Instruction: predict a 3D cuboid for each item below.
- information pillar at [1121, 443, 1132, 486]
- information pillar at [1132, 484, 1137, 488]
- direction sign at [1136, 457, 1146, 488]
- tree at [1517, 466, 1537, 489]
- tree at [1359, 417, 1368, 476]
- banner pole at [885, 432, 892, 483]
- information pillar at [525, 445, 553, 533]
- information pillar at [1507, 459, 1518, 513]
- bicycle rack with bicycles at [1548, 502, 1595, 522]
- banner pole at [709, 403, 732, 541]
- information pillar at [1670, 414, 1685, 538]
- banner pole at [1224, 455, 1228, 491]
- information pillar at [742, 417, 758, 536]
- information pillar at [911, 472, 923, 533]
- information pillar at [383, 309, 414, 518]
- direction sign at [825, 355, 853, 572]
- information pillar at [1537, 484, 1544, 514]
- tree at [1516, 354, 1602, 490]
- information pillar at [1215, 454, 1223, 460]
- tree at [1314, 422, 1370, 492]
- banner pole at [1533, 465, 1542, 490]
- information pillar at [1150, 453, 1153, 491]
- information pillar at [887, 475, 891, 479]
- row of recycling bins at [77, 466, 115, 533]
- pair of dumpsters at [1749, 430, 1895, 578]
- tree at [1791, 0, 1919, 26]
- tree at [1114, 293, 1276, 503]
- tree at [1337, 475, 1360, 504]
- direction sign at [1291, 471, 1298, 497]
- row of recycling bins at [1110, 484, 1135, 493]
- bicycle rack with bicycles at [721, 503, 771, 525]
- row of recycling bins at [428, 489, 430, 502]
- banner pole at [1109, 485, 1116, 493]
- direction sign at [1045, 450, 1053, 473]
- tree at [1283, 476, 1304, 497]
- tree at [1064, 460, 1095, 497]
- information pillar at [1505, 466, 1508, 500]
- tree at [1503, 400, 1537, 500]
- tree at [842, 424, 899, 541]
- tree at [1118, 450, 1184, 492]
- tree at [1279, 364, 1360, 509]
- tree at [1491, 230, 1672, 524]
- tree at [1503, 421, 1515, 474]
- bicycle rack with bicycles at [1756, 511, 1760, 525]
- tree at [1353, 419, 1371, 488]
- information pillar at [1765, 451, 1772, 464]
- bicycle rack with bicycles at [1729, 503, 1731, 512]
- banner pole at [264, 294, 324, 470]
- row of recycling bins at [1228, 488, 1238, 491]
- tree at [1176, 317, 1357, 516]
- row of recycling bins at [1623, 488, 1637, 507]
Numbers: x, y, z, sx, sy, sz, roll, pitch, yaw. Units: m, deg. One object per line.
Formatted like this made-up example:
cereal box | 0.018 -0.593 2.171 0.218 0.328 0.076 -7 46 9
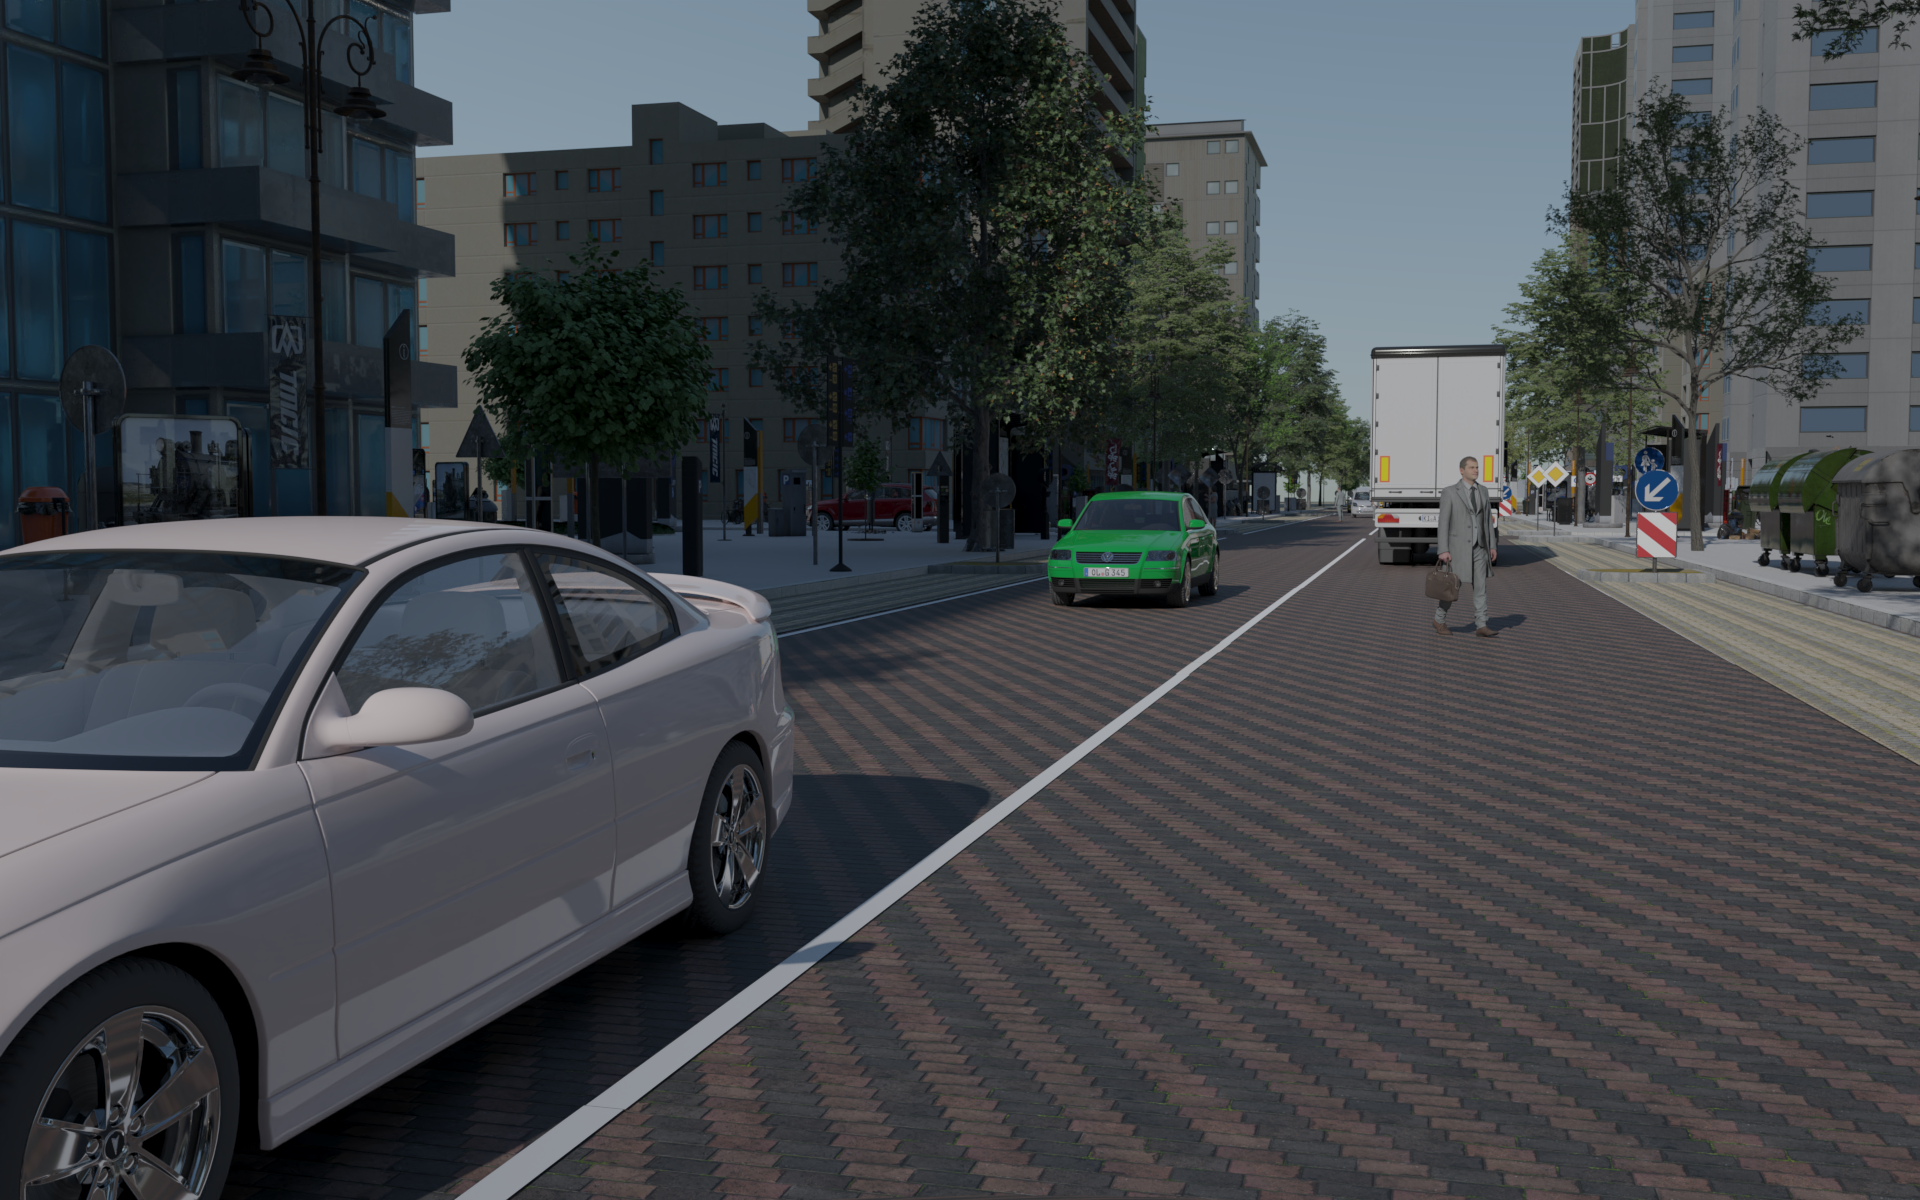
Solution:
information pillar | 7.152 -5.085 74.502 0.504 3.616 0.183 -2 4 -23
information pillar | 12.212 -7.133 121.119 0.304 2.012 0.304 0 4 -8
direction sign | 11.044 -6.946 105.566 0.379 3.537 0.876 -2 4 -34
tree | 39.396 -7.732 121.019 1.663 3.219 1.824 0 3 0
tree | 49.368 -18.798 225.468 7.486 12.596 7.792 0 3 0
banner pole | -2.799 -4.791 68.351 0.401 3.779 0.863 1 4 19
information pillar | -5.977 -1.230 24.607 0.304 2.012 0.304 -2 4 -35
information pillar | 37.041 -7.610 115.780 0.504 3.616 0.183 -2 4 -25
bicycle rack with bicycles | 28.327 -4.040 79.434 2.925 0.926 2.852 1 4 9
banner pole | -6.604 -3.510 47.413 0.401 3.779 0.863 2 4 30
information pillar | 20.914 -3.620 50.547 0.183 3.616 0.504 -1 4 -14
banner pole | 17.114 -7.443 111.715 0.401 3.779 0.863 3 4 37
information pillar | -6.367 -3.746 52.599 0.504 3.616 0.183 2 4 32
information pillar | -1.434 -3.266 57.895 0.304 2.012 0.304 -1 4 -21
information pillar | -7.038 -1.859 21.754 0.183 3.616 0.504 1 4 15
direction sign | -1.978 -2.240 28.619 0.379 3.537 0.876 2 4 23
information pillar | 36.691 -6.423 109.514 0.304 2.012 0.304 0 4 5
tree | 30.318 -8.385 87.465 4.360 8.622 3.978 0 3 0
information pillar | 14.369 -6.408 96.119 0.504 3.616 0.183 3 4 36
tree | 46.273 -16.913 210.947 7.601 10.594 8.767 -2 4 -35
banner pole | 43.041 -8.497 128.944 0.863 3.779 0.401 3 5 42
information pillar | 10.662 -6.431 96.502 0.183 3.616 0.504 0 4 -1
information pillar | -2.895 -3.833 67.165 0.304 2.012 0.304 -2 4 -30
row of recycling bins | -12.767 -1.203 26.787 1.069 1.692 3.534 -1 4 -13
pair of dumpsters | 14.184 -1.586 28.426 1.574 2.255 4.437 1 4 15
tree | 9.123 -4.652 10.470 7.601 10.594 8.767 -3 5 -45
tree | 10.654 -8.854 79.173 8.767 10.594 7.601 2 4 27
tree | 52.260 -15.258 233.176 4.285 4.588 4.351 0 3 0
direction sign | 26.288 -8.816 136.143 0.379 3.537 0.876 -1 4 -20
row of recycling bins | 6.636 -3.874 70.445 1.069 1.692 3.534 0 4 3
bicycle rack with bicycles | -8.860 -3.641 72.913 2.852 0.926 2.925 3 5 45
row of recycling bins | -43.178 -8.404 144.525 1.069 1.692 3.534 3 4 39
banner pole | 10.698 -8.050 121.640 0.863 3.779 0.401 1 4 17
direction sign | 4.533 -5.944 89.184 0.379 3.537 0.876 -2 4 -28
tree | 27.270 -9.064 142.798 1.663 3.219 1.824 0 3 0
tree | 6.709 -6.168 95.444 1.663 3.219 1.824 0 3 0
information pillar | 39.161 -8.114 124.013 0.183 3.616 0.504 3 4 38
tree | 42.994 -11.334 135.676 4.737 8.622 4.395 0 3 0
tree | -2.482 -3.250 47.739 1.663 3.219 1.824 0 3 0
tree | 13.108 -8.703 126.008 4.285 4.588 4.351 0 3 0
tree | 30.043 -14.240 150.947 7.486 12.596 7.792 0 3 0
tree | 26.515 -9.587 74.870 7.486 12.596 7.792 0 3 0
tree | 47.445 -12.261 150.828 4.360 8.622 3.978 0 3 0
bicycle rack with bicycles | 37.351 -3.976 78.389 2.925 0.926 2.852 -1 4 -17
tree | 66.822 -23.455 290.146 9.857 13.997 8.962 0 3 0
information pillar | 43.793 -6.272 93.898 0.504 3.616 0.183 -3 4 -36
bicycle rack with bicycles | 30.877 -3.678 73.521 2.852 0.926 2.925 3 5 43
banner pole | -8.161 -1.926 21.511 0.863 3.779 0.401 -3 5 -40
row of recycling bins | 18.605 -7.020 121.889 1.069 1.692 3.534 -1 4 -17
tree | 16.644 -10.842 103.016 9.928 11.665 9.643 0 3 0
row of recycling bins | 43.007 -6.362 111.135 1.069 1.692 3.534 2 4 23
